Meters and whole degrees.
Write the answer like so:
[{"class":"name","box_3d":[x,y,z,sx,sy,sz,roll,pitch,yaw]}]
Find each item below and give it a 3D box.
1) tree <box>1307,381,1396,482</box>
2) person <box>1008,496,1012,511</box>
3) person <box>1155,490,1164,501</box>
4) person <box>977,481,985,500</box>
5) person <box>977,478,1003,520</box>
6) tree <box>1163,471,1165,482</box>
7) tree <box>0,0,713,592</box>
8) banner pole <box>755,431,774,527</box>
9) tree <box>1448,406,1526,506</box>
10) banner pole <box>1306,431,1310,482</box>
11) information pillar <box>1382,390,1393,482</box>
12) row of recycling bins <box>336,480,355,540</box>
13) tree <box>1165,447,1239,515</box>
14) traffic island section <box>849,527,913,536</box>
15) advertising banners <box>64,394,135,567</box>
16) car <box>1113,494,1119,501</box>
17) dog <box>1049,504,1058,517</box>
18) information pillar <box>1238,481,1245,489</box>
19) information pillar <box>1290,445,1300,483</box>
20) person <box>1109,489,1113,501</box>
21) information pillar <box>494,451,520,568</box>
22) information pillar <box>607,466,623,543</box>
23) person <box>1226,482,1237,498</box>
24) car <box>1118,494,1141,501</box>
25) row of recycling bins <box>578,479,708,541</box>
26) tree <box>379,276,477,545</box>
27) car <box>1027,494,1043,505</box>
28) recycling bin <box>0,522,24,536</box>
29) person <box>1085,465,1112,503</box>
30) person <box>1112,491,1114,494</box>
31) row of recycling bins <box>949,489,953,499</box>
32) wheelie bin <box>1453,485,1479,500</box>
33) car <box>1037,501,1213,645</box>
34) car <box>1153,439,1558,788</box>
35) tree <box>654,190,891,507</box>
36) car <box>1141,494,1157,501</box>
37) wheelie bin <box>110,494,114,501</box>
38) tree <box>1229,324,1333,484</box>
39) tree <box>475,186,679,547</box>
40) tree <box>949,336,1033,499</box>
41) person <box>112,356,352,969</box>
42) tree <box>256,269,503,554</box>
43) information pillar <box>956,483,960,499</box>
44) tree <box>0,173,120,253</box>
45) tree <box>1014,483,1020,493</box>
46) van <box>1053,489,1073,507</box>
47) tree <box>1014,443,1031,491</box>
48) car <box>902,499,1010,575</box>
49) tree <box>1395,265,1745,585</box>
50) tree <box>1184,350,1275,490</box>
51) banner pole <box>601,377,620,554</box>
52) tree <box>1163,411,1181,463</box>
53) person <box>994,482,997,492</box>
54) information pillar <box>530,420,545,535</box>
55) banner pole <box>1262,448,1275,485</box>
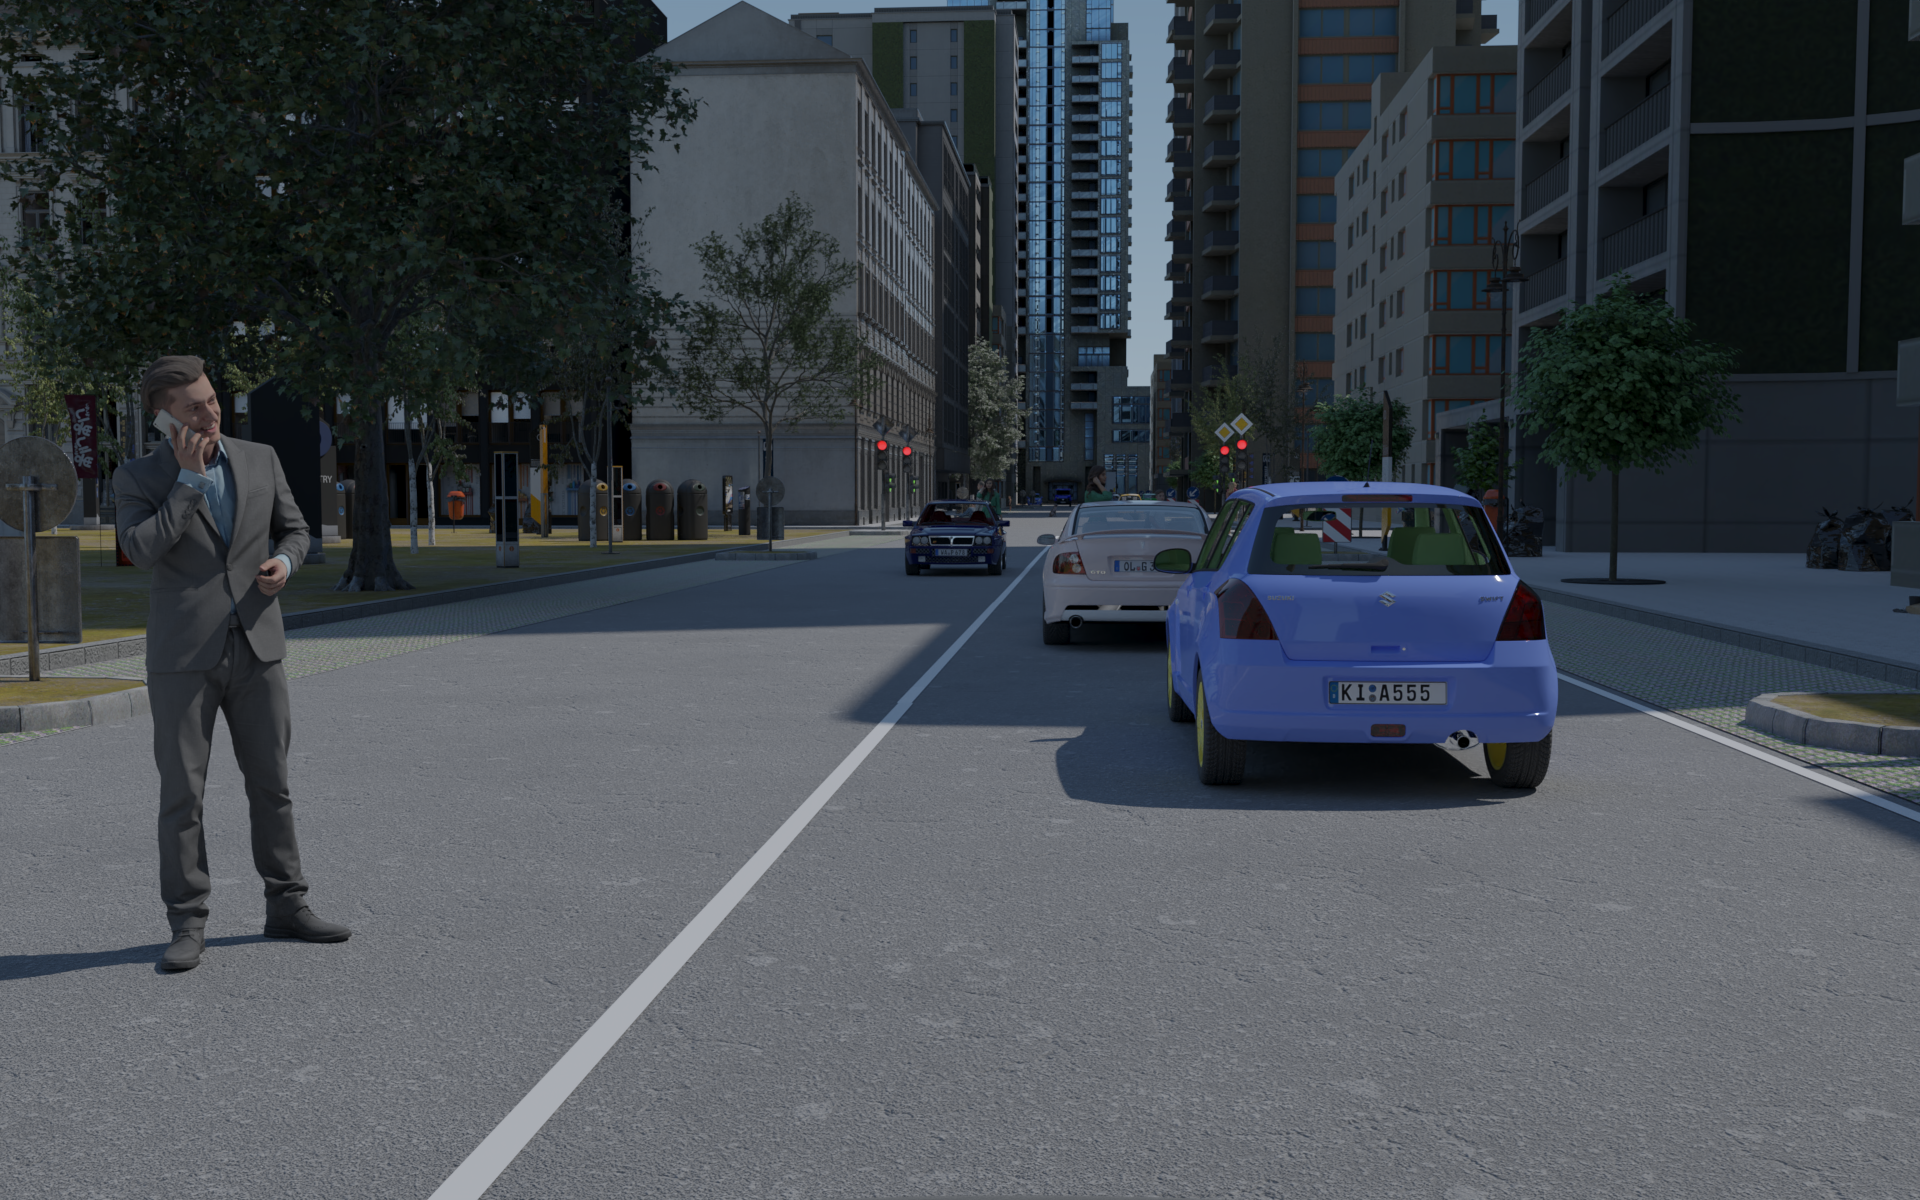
[{"class":"tree","box_3d":[11.667,-4.086,50.514,4.285,4.588,4.351,0,3,0]},{"class":"person","box_3d":[4.124,-8.018,144.257,0.373,1.253,0.362,-1,4,-9]},{"class":"person","box_3d":[3.509,-1.187,30.506,0.523,1.515,0.503,0,4,0]},{"class":"person","box_3d":[0.691,-2.612,51.298,0.391,1.810,0.635,2,4,33]},{"class":"person","box_3d":[0.675,-1.873,39.374,0.600,1.795,0.529,0,3,0]},{"class":"tree","box_3d":[18.765,-9.901,145.600,4.285,4.588,4.351,0,3,0]},{"class":"tree","box_3d":[-8.000,-6.480,22.955,9.611,12.733,9.660,0,3,0]},{"class":"banner pole","box_3d":[-7.735,-4.802,68.530,0.863,3.779,0.401,-2,4,-31]},{"class":"tree","box_3d":[11.664,-2.673,38.302,1.663,3.219,1.824,0,3,0]},{"class":"banner pole","box_3d":[13.685,-4.782,68.195,0.401,3.779,0.863,1,4,12]},{"class":"information pillar","box_3d":[9.592,-2.909,38.914,0.183,3.616,0.504,0,4,-2]},{"class":"row of recycling bins","box_3d":[-17.621,-2.576,49.232,1.069,1.692,3.534,1,4,16]},{"class":"tree","box_3d":[16.141,-7.668,109.083,4.285,4.588,4.351,0,3,0]},{"class":"traffic island section","box_3d":[-2.718,-2.366,60.965,2.009,0.180,2.903,0,4,4]},{"class":"advertising banners","box_3d":[-14.751,-2.117,30.794,2.074,3.025,0.090,-3,4,-38]},{"class":"car","box_3d":[12.210,-7.790,139.366,2.014,1.417,4.499,0,4,6]},{"class":"dog","box_3d":[5.744,-5.629,108.870,0.800,0.831,0.513,0,4,7]},{"class":"information pillar","box_3d":[16.231,-5.826,99.750,0.304,2.012,0.304,2,4,25]},{"class":"information pillar","box_3d":[15.773,-5.517,81.549,0.504,3.616,0.183,1,4,22]},{"class":"person","box_3d":[11.011,-7.229,126.966,0.793,1.790,0.793,-3,5,-43]},{"class":"information pillar","box_3d":[-7.863,-1.564,30.058,0.304,2.012,0.304,-3,5,-43]},{"class":"information pillar","box_3d":[-9.106,-2.523,45.747,0.304,2.012,0.304,-2,4,-35]},{"class":"person","box_3d":[8.971,-2.975,57.114,0.573,1.828,0.580,-1,4,-20]},{"class":"car","box_3d":[10.518,-5.950,107.505,2.015,1.641,3.980,0,4,4]},{"class":"row of recycling bins","box_3d":[-8.751,-2.488,47.797,3.534,1.692,1.069,-1,4,-20]},{"class":"tree","box_3d":[-13.263,-5.656,42.842,4.360,8.622,3.978,0,3,0]},{"class":"car","box_3d":[9.022,-12.179,208.720,1.945,1.707,3.694,0,4,4]},{"class":"recycling bin","box_3d":[-20.967,-1.573,38.276,0.722,1.027,0.722,0,4,-4]},{"class":"person","box_3d":[1.725,-0.807,21.942,0.529,1.795,0.600,1,4,15]},{"class":"person","box_3d":[15.942,-10.604,181.500,1.348,1.869,0.705,0,3,0]},{"class":"row of recycling bins","box_3d":[-2.319,-7.677,132.623,3.534,1.692,1.069,0,4,-3]},{"class":"wheelie bin","box_3d":[12.903,-2.230,44.362,0.693,1.594,0.980,-1,4,-22]},{"class":"car","box_3d":[1.810,-0.332,17.792,2.083,1.381,4.827,0,4,4]},{"class":"car","box_3d":[2.083,-0.011,9.776,1.945,1.707,3.694,0,4,3]},{"class":"tree","box_3d":[-5.597,-7.223,52.505,7.601,10.594,8.767,-2,4,-24]},{"class":"car","box_3d":[17.152,-9.057,156.876,1.959,1.807,4.718,0,4,3]},{"class":"wheelie bin","box_3d":[-19.945,-2.069,41.738,0.980,1.594,0.693,-1,4,-15]},{"class":"tree","box_3d":[13.697,-7.633,75.155,4.360,8.622,3.978,0,3,0]},{"class":"tree","box_3d":[-8.816,-5.587,41.705,4.360,8.622,3.978,0,3,0]},{"class":"tree","box_3d":[0.627,-14.183,138.550,9.857,13.997,8.962,0,3,0]},{"class":"person","box_3d":[-2.237,0.181,5.342,0.655,1.846,0.447,-3,5,-44]},{"class":"tree","box_3d":[-11.512,-5.299,37.005,4.737,8.622,4.395,0,3,0]},{"class":"information pillar","box_3d":[-0.135,-6.585,112.159,0.304,2.012,0.304,0,4,-2]},{"class":"tree","box_3d":[-17.460,-5.212,35.578,4.737,8.622,4.395,0,3,0]},{"class":"tree","box_3d":[5.842,-12.455,198.235,1.663,3.219,1.824,0,3,0]},{"class":"van","box_3d":[11.574,-11.619,194.351,2.240,2.365,5.245,0,4,4]},{"class":"tree","box_3d":[5.672,-14.739,191.347,4.360,8.622,3.978,0,3,0]},{"class":"car","box_3d":[-0.041,-1.174,31.777,1.945,1.354,3.894,0,4,3]},{"class":"tree","box_3d":[9.405,-2.528,25.045,4.285,4.588,4.351,0,3,0]},{"class":"tree","box_3d":[13.778,-8.418,88.004,4.737,8.622,4.395,0,3,0]},{"class":"banner pole","box_3d":[-7.525,-2.891,37.287,0.401,3.779,0.863,0,4,-6]},{"class":"tree","box_3d":[19.377,-12.235,150.403,4.360,8.622,3.978,0,3,0]},{"class":"person","box_3d":[0.728,-2.314,46.604,0.573,1.790,0.520,-1,4,-14]},{"class":"information pillar","box_3d":[-13.285,-3.869,54.611,0.504,3.616,0.183,0,4,-6]},{"class":"banner pole","box_3d":[16.650,-6.310,93.182,0.863,3.779,0.401,0,4,-1]}]
